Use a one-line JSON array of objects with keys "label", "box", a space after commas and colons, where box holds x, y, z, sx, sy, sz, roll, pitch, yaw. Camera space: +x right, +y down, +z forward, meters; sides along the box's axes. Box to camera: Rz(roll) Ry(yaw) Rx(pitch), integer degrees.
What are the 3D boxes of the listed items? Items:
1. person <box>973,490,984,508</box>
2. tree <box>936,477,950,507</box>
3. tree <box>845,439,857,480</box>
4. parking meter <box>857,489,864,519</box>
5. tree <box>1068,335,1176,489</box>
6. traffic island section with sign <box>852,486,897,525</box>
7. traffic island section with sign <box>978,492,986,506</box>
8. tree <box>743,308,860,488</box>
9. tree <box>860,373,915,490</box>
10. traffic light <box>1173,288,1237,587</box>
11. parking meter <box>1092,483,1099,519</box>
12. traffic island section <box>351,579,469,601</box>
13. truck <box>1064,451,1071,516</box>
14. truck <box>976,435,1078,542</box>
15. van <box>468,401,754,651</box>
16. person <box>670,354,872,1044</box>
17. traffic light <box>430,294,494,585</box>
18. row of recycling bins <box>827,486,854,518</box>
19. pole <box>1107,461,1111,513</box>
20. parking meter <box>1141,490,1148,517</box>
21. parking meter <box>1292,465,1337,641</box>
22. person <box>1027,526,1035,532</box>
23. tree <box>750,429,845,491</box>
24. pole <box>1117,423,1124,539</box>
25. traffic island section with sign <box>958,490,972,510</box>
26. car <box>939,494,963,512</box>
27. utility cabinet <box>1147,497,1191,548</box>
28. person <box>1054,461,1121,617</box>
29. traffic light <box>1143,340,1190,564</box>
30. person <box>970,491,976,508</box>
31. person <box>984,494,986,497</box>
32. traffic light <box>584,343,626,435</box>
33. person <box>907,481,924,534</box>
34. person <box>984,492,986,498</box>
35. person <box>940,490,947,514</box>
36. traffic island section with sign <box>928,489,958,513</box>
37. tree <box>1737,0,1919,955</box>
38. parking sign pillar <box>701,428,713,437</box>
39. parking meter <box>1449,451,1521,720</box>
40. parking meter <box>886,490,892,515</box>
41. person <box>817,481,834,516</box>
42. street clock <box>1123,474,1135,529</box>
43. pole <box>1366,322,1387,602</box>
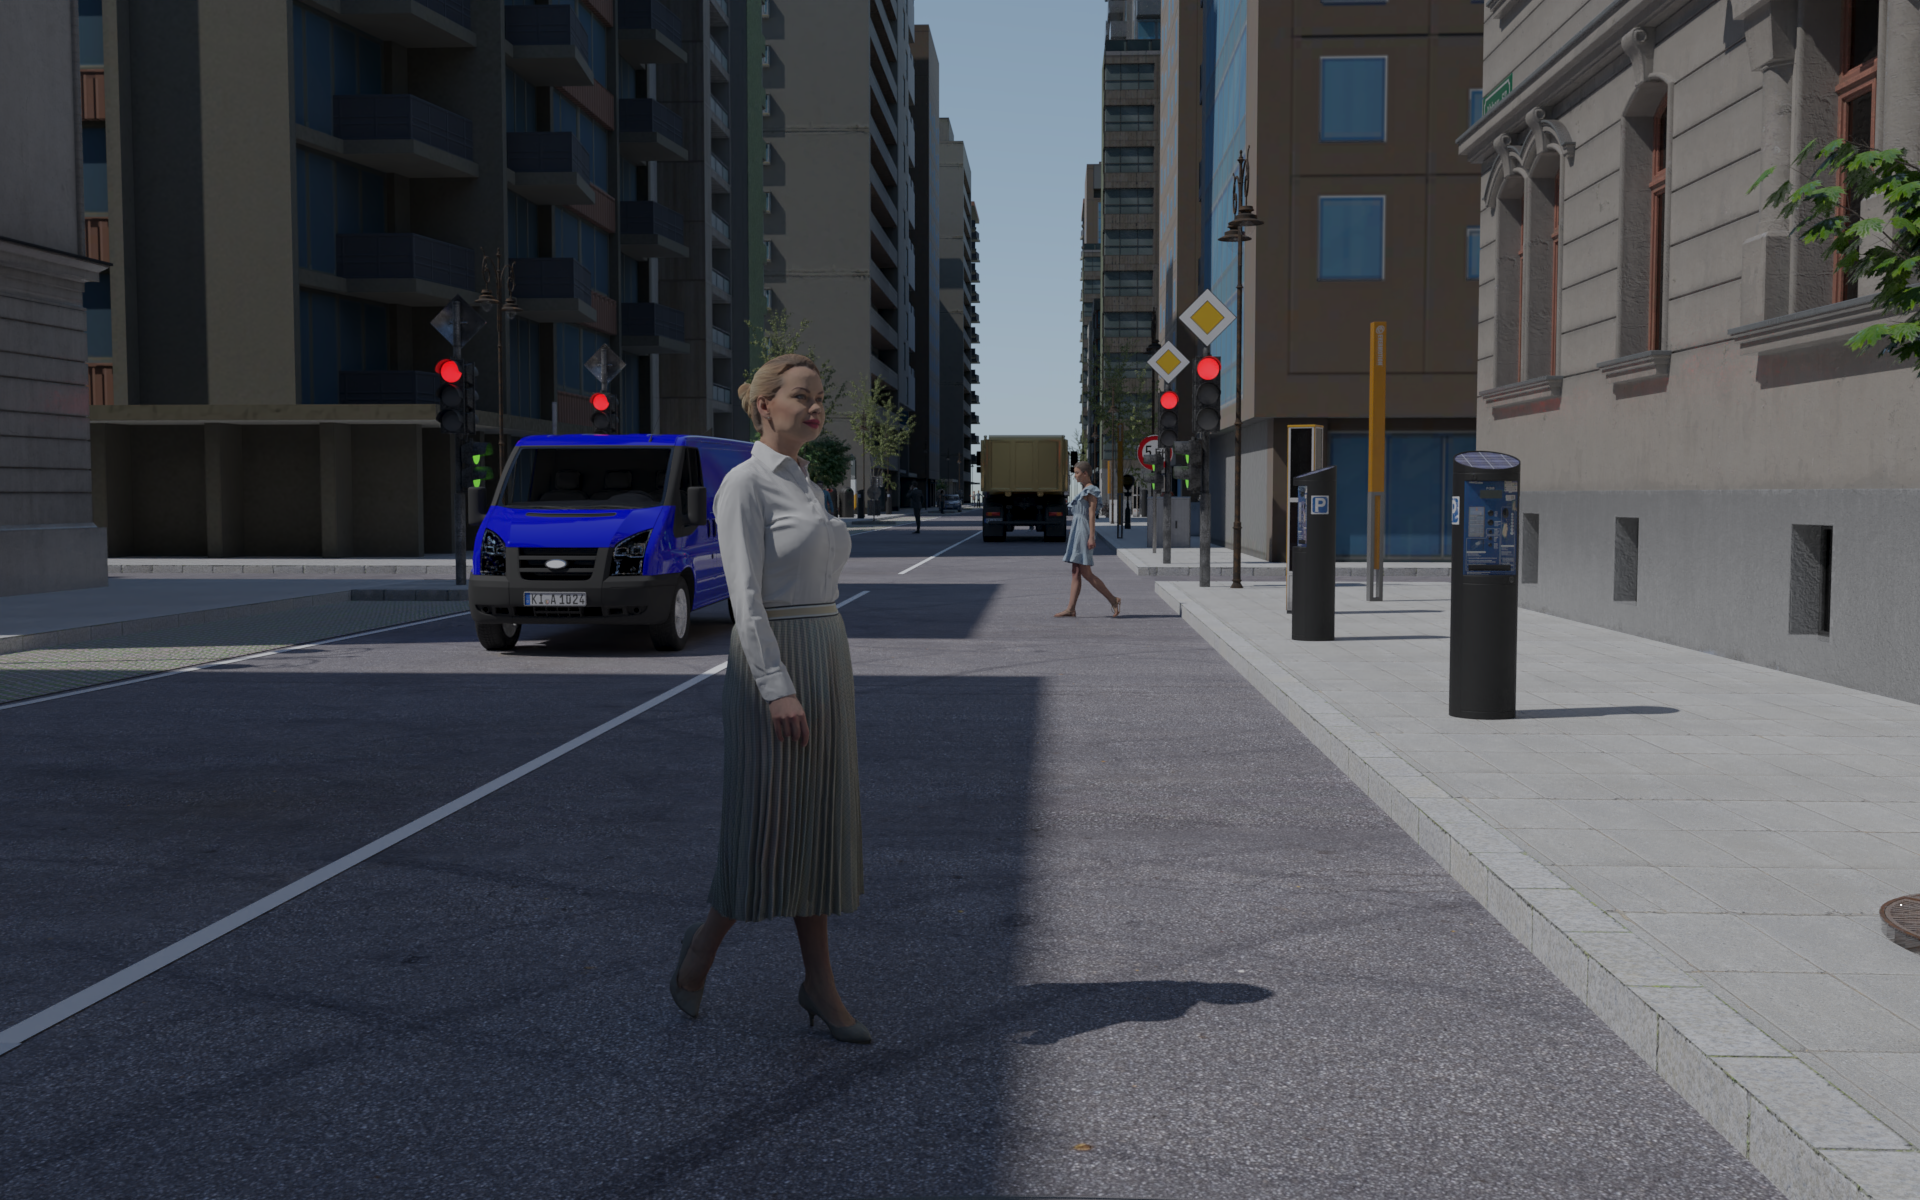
[{"label": "person", "box": [1.936, -10.444, 179.240, 1.348, 1.826, 0.705, -1, 4, -19]}, {"label": "tree", "box": [-2.093, -11.072, 175.632, 1.663, 3.219, 1.824, 0, 3, 0]}, {"label": "tree", "box": [-6.748, -6.235, 85.649, 4.285, 4.588, 4.351, 0, 3, 0]}, {"label": "parking meter", "box": [-5.188, -5.021, 90.509, 0.372, 1.533, 0.369, 0, 3, 0]}, {"label": "tree", "box": [7.541, -7.915, 79.772, 4.737, 8.622, 4.395, 0, 3, 0]}, {"label": "traffic island section with sign", "box": [-4.019, -4.455, 81.473, 1.989, 1.847, 2.006, 0, 4, 3]}, {"label": "traffic island section with sign", "box": [3.140, -12.601, 214.647, 1.989, 1.847, 2.006, 0, 4, 3]}, {"label": "tree", "box": [-6.619, -7.191, 67.941, 4.737, 8.622, 4.395, 0, 3, 0]}, {"label": "tree", "box": [-5.056, -9.461, 105.045, 4.737, 8.622, 4.395, 0, 3, 0]}, {"label": "traffic light", "box": [3.364, -2.134, 23.818, 0.839, 4.253, 0.868, 0, 4, 3]}, {"label": "parking meter", "box": [7.009, -5.120, 89.421, 0.399, 1.863, 0.255, 0, 4, -4]}, {"label": "traffic island section", "box": [-7.073, -0.135, 24.496, 2.009, 0.180, 2.903, 0, 4, 3]}, {"label": "truck", "box": [6.202, -7.923, 118.460, 2.839, 4.237, 11.283, 0, 4, 3]}, {"label": "truck", "box": [2.104, -3.632, 55.310, 3.469, 3.379, 9.791, 0, 4, 3]}, {"label": "van", "box": [-3.324, -0.810, 17.625, 2.240, 2.365, 5.245, 0, 4, 4]}, {"label": "person", "box": [-0.518, 0.252, 4.604, 0.641, 1.798, 0.478, 3, 4, 37]}, {"label": "traffic light", "box": [-7.033, -2.167, 24.359, 0.839, 4.253, 0.868, 0, 4, 3]}, {"label": "row of recycling bins", "box": [-7.499, -5.293, 93.660, 3.534, 1.692, 1.069, -1, 4, -8]}, {"label": "pole", "box": [9.180, -6.885, 106.413, 0.158, 3.312, 0.155, 0, 3, 0]}, {"label": "parking meter", "box": [10.271, -5.371, 96.232, 0.372, 1.533, 0.369, 0, 3, 0]}, {"label": "parking meter", "box": [3.109, -0.416, 15.207, 0.372, 1.533, 0.369, 0, 3, 0]}, {"label": "person", "box": [2.649, -3.469, 65.883, 0.731, 1.740, 0.598, 2, 4, 35]}, {"label": "tree", "box": [-7.526, -5.483, 73.366, 4.285, 4.588, 4.351, 0, 3, 0]}, {"label": "pole", "box": [4.614, -3.425, 49.846, 0.158, 3.312, 0.155, 0, 3, 0]}, {"label": "traffic island section with sign", "box": [0.086, -9.124, 157.798, 1.989, 1.847, 2.006, 0, 4, 3]}, {"label": "car", "box": [-0.759, -7.686, 137.674, 2.014, 1.417, 4.499, 0, 4, 2]}, {"label": "utility cabinet", "box": [5.011, -1.859, 41.563, 1.020, 1.237, 0.306, 1, 4, 13]}, {"label": "person", "box": [1.476, -0.699, 20.030, 0.778, 1.811, 0.616, 0, 4, 7]}, {"label": "traffic light", "box": [3.793, -2.622, 31.791, 0.839, 4.253, 0.868, 0, 4, 3]}, {"label": "person", "box": [1.339, -10.618, 182.626, 0.750, 1.759, 0.617, 1, 4, 13]}, {"label": "person", "box": [3.161, -11.749, 200.696, 1.348, 1.812, 0.705, -3, 4, -37]}, {"label": "traffic light", "box": [-6.604, -2.655, 32.332, 0.839, 4.253, 0.868, 0, 4, 3]}, {"label": "person", "box": [-1.632, -3.369, 62.948, 0.474, 1.900, 0.648, 2, 4, 28]}, {"label": "person", "box": [3.218, -12.382, 211.870, 0.541, 1.710, 0.530, 0, 4, -7]}, {"label": "person", "box": [-1.192, -7.015, 123.908, 0.721, 1.735, 1.217, 1, 4, 20]}, {"label": "traffic island section with sign", "box": [-1.382, -7.441, 130.295, 1.989, 1.847, 2.006, 0, 4, 3]}, {"label": "tree", "box": [3.273, -0.617, 4.688, 1.663, 3.219, 1.824, 0, 3, 0]}, {"label": "parking sign pillar", "box": [-10.696, -5.031, 70.729, 1.447, 3.967, 1.447, 0, 4, 8]}, {"label": "parking meter", "box": [3.018, -0.095, 9.965, 0.372, 1.533, 0.369, 0, 3, 0]}, {"label": "parking meter", "box": [-4.440, -6.088, 107.942, 0.372, 1.533, 0.369, 0, 3, 0]}, {"label": "person", "box": [-3.992, -2.545, 50.130, 0.660, 1.820, 0.620, -1, 4, -10]}, {"label": "street clock", "box": [6.155, -3.605, 63.519, 0.471, 2.002, 0.358, 2, 4, 25]}, {"label": "pole", "box": [4.965, -1.639, 20.645, 0.158, 3.312, 0.155, 0, 3, 0]}]
